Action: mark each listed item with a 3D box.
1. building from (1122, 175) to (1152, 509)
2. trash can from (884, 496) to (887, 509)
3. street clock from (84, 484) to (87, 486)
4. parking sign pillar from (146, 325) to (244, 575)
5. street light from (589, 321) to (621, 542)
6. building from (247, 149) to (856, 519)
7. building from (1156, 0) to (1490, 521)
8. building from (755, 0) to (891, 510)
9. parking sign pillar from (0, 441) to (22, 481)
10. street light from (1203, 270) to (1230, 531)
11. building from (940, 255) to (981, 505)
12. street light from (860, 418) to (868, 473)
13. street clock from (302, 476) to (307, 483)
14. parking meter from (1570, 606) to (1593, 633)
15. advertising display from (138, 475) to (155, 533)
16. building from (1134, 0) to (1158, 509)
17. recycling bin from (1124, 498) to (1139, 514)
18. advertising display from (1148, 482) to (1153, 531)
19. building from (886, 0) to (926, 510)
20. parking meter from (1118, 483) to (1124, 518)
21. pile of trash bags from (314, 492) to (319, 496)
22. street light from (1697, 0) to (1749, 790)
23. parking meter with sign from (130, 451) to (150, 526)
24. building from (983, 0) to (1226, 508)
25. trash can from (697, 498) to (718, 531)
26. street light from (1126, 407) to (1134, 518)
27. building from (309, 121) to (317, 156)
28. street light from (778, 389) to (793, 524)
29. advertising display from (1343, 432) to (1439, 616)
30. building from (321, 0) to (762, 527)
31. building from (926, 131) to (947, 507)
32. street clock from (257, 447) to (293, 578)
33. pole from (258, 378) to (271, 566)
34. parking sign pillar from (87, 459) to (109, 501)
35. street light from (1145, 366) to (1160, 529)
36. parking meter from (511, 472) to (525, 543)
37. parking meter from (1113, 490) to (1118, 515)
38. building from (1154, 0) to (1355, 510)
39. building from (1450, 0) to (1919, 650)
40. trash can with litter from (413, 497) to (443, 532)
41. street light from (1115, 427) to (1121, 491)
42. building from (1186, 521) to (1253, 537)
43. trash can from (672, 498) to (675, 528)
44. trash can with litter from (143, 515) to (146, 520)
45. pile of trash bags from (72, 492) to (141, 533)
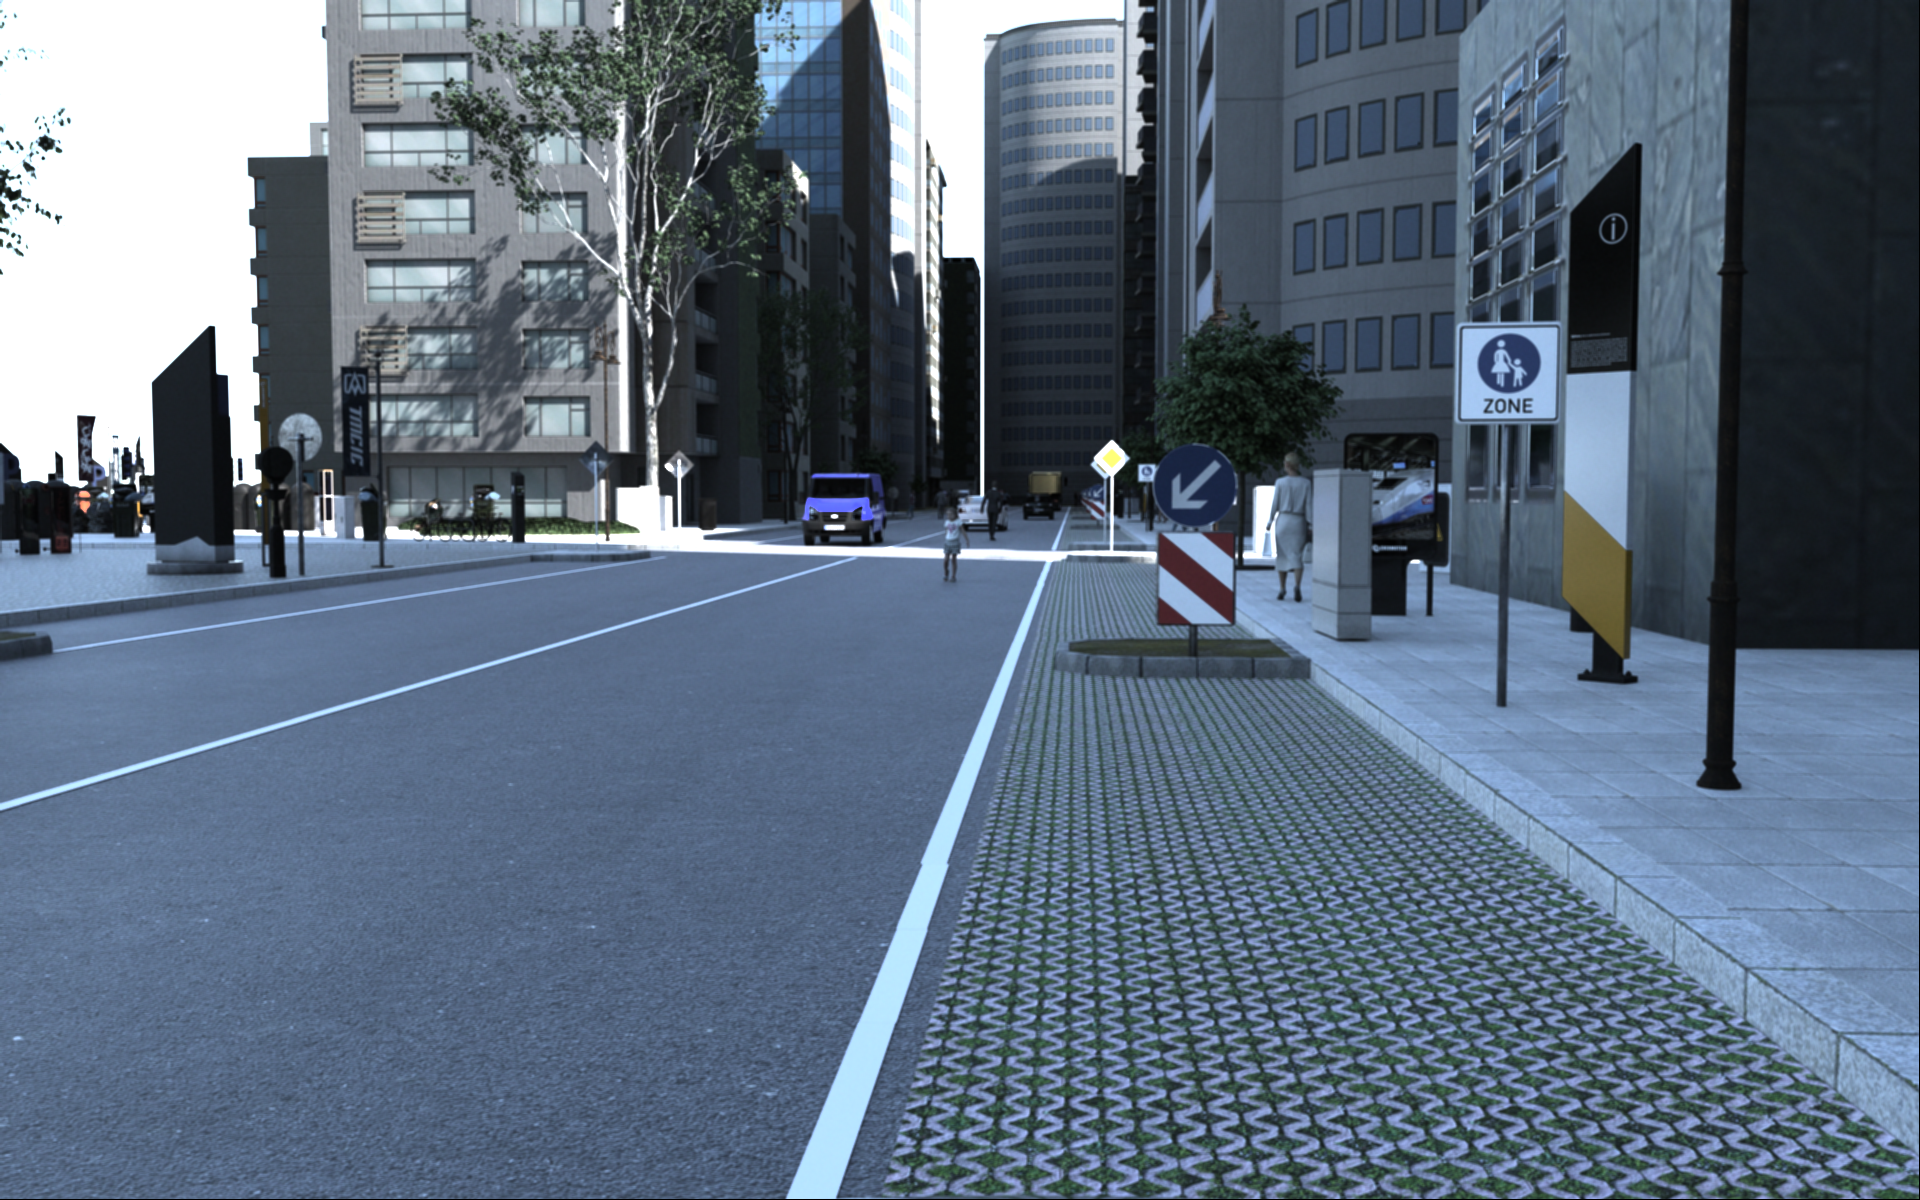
[{"bbox_3d":[21.904,-23.697,159.144,14.160,30.474,14.107,0,4,4],"label":"building"},{"bbox_3d":[-5.161,-6.201,113.035,0.748,1.137,0.748,0,3,0],"label":"trash can"},{"bbox_3d":[-62.415,-7.300,123.926,0.358,2.002,0.471,3,5,41],"label":"street clock"},{"bbox_3d":[-12.447,-2.422,28.079,1.447,3.967,1.447,1,4,23],"label":"parking sign pillar"},{"bbox_3d":[-9.449,-4.494,46.268,0.468,5.910,1.993,0,4,4],"label":"street light"},{"bbox_3d":[-21.716,-15.746,102.484,27.650,21.520,28.899,0,4,4],"label":"building"},{"bbox_3d":[22.445,-34.384,104.176,21.231,58.520,28.212,0,4,4],"label":"building"},{"bbox_3d":[-12.736,-29.235,128.111,14.600,45.320,14.200,0,4,4],"label":"building"},{"bbox_3d":[-45.594,-5.782,83.015,1.447,3.967,1.447,1,4,11],"label":"parking sign pillar"},{"bbox_3d":[5.305,-3.857,35.845,0.468,5.910,1.993,0,4,4],"label":"street light"},{"bbox_3d":[-4.611,-26.930,212.009,14.107,30.474,14.160,0,4,4],"label":"building"},{"bbox_3d":[-5.702,-7.979,103.244,0.468,5.910,1.993,0,4,4],"label":"street light"},{"bbox_3d":[-26.086,-3.927,68.779,0.358,2.002,0.471,-1,4,-13],"label":"street clock"},{"bbox_3d":[5.902,-0.473,16.148,0.372,1.533,0.369,0,3,0],"label":"parking meter"},{"bbox_3d":[-26.675,-3.192,57.409,0.974,1.923,0.123,-1,4,-22],"label":"advertising display"},{"bbox_3d":[25.195,-29.503,136.997,22.147,44.769,28.867,0,4,4],"label":"building"},{"bbox_3d":[11.020,-6.029,111.120,0.722,1.027,0.722,-3,4,-36],"label":"recycling bin"},{"bbox_3d":[6.640,-3.372,60.344,0.123,1.923,0.974,0,4,4],"label":"advertising display"},{"bbox_3d":[-14.589,-37.128,149.043,21.231,58.520,28.212,0,4,4],"label":"building"},{"bbox_3d":[8.532,-5.275,91.963,0.255,1.863,0.399,1,4,16],"label":"parking meter"},{"bbox_3d":[-31.689,-4.421,82.036,1.912,1.369,3.447,2,4,27],"label":"pile of trash bags"},{"bbox_3d":[3.326,-2.118,7.412,0.468,5.910,1.993,0,4,4],"label":"street light"},{"bbox_3d":[-32.838,-4.552,70.687,1.738,3.016,0.543,0,4,-4],"label":"parking meter with sign"},{"bbox_3d":[17.109,-41.086,213.750,28.212,58.520,21.231,0,4,4],"label":"building"},{"bbox_3d":[-8.799,-2.980,60.373,0.748,1.137,0.748,0,3,0],"label":"trash can"},{"bbox_3d":[8.920,-7.230,91.004,0.468,5.910,1.993,0,4,4],"label":"street light"},{"bbox_3d":[-62.373,-31.143,192.782,14.086,41.232,14.154,0,4,4],"label":"building"},{"bbox_3d":[-7.536,-6.237,74.758,0.468,5.910,1.993,0,4,4],"label":"street light"},{"bbox_3d":[4.535,-0.799,18.284,0.974,1.923,0.123,1,4,12],"label":"advertising display"},{"bbox_3d":[-16.444,-23.691,70.939,14.154,41.232,14.086,0,4,4],"label":"building"},{"bbox_3d":[-13.723,-29.876,180.358,23.993,40.220,32.217,0,4,4],"label":"building"},{"bbox_3d":[-10.508,-1.349,26.626,0.471,2.002,0.358,-3,5,-39],"label":"street clock"},{"bbox_3d":[-12.312,-2.253,30.687,0.158,3.312,0.155,0,3,0],"label":"pole"},{"bbox_3d":[-58.440,-7.885,117.384,1.447,3.967,1.447,2,4,29],"label":"parking sign pillar"},{"bbox_3d":[6.971,-5.511,62.886,0.468,5.910,1.993,0,4,4],"label":"street light"},{"bbox_3d":[-11.639,-2.441,45.620,0.255,1.863,0.399,-2,4,-33],"label":"parking meter"},{"bbox_3d":[9.357,-5.896,104.807,0.372,1.533,0.369,0,3,0],"label":"parking meter"},{"bbox_3d":[27.320,-38.971,179.178,21.231,58.520,28.212,0,4,4],"label":"building"},{"bbox_3d":[17.137,-42.406,6.017,22.319,86.520,31.000,0,4,4],"label":"building"},{"bbox_3d":[-17.901,-2.862,58.180,1.055,1.170,0.624,1,4,16],"label":"trash can with litter"},{"bbox_3d":[10.828,-8.967,119.393,0.468,5.910,1.993,0,4,4],"label":"street light"},{"bbox_3d":[21.849,-31.314,53.977,28.212,58.520,21.231,0,4,4],"label":"building"},{"bbox_3d":[-10.680,-3.126,62.769,0.748,1.137,0.748,0,3,0],"label":"trash can"},{"bbox_3d":[-40.848,-4.543,85.329,1.678,1.210,2.233,2,4,34],"label":"trash can with litter"},{"bbox_3d":[-28.581,-2.867,56.633,1.912,1.369,3.447,1,4,15],"label":"pile of trash bags"}]
